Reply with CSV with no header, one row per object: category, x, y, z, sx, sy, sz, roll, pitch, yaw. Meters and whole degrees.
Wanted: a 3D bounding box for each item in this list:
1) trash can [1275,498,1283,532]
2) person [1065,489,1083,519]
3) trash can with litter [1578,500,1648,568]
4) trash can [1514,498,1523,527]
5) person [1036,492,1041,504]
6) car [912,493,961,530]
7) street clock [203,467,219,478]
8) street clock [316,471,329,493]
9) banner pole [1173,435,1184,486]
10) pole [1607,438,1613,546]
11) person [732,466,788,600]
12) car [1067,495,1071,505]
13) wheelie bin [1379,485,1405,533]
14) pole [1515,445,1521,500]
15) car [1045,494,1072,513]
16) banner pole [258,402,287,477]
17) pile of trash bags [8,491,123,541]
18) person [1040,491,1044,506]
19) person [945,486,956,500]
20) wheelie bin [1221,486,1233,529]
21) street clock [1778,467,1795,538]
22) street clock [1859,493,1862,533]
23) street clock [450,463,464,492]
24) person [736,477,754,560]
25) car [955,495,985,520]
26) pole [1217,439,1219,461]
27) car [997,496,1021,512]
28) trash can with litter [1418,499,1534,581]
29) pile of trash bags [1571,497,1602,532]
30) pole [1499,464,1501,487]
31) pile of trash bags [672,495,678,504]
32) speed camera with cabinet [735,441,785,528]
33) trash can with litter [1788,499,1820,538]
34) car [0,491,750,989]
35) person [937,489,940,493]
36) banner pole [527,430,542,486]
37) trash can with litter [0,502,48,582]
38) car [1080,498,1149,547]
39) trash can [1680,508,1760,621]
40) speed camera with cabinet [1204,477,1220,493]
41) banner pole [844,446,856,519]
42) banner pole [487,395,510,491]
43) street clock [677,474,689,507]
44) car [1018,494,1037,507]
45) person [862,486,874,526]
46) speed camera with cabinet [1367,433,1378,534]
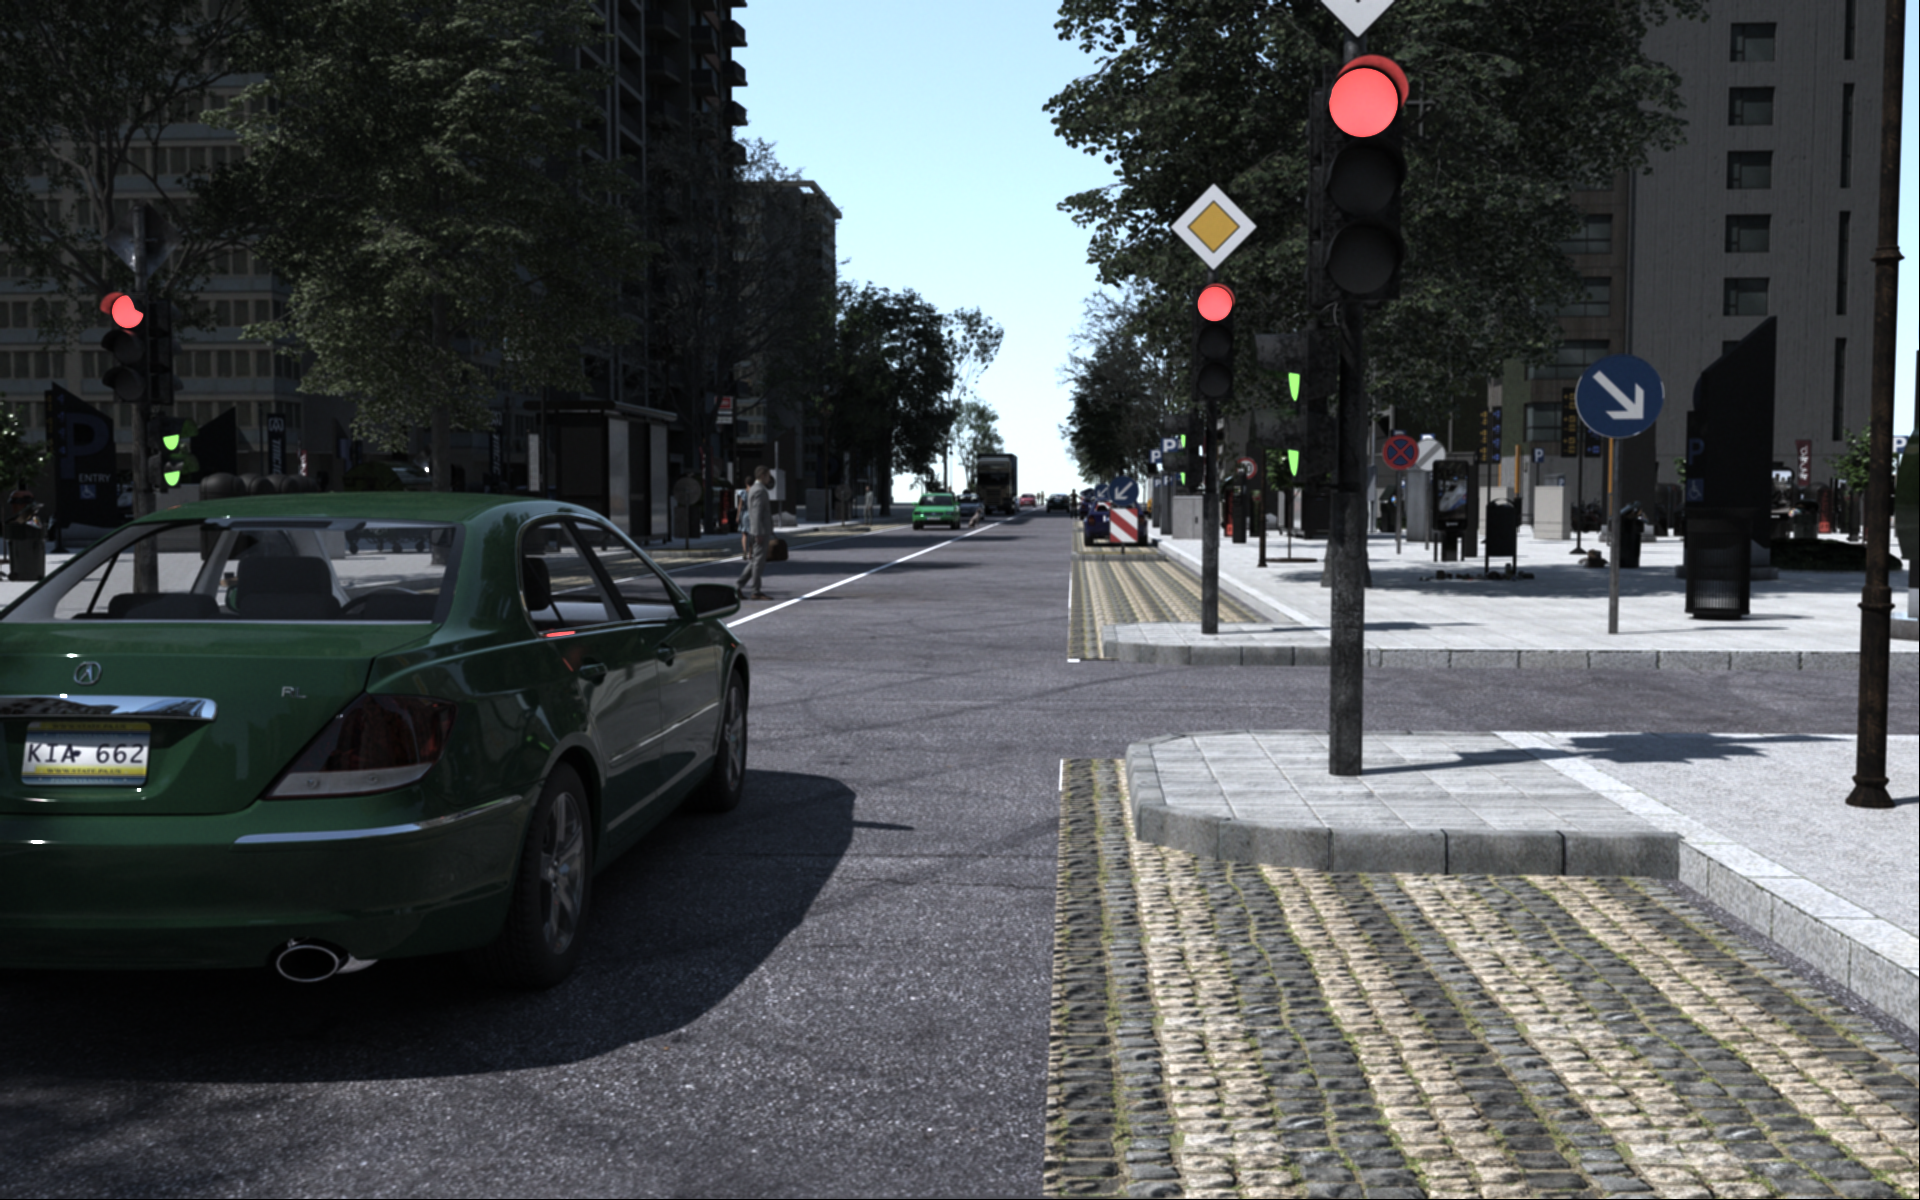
trash can,11.161,-2.917,59.351,0.748,1.137,0.748,0,3,0
person,6.651,-5.595,100.692,1.217,1.735,0.721,1,4,23
trash can with litter,11.354,-1.145,30.113,1.055,1.170,0.624,0,4,5
trash can,21.379,-3.381,66.937,0.748,1.137,0.748,0,3,0
person,11.152,-14.487,246.178,1.217,1.723,0.721,0,4,7
car,-0.934,-3.762,70.297,1.959,1.807,4.718,0,4,3
street clock,-20.135,-2.573,46.642,0.358,2.002,0.471,0,4,2
street clock,-19.953,-3.039,54.265,0.358,2.002,0.471,-3,5,-40
banner pole,8.286,-4.633,65.770,0.401,3.779,0.863,-2,4,-35
pole,16.037,-2.983,42.613,0.158,3.312,0.155,0,3,0
person,-2.694,-0.903,23.385,0.853,1.813,0.709,-1,4,-18
car,13.108,-12.690,219.845,2.083,1.381,4.827,0,4,5
wheelie bin,14.461,-3.062,57.974,0.693,1.594,0.980,-1,4,-17
pole,23.125,-4.770,71.839,0.158,3.312,0.155,0,3,0
car,7.639,-7.501,134.446,2.131,1.459,4.920,0,4,3
banner pole,-18.754,-3.495,47.155,0.863,3.779,0.401,-2,4,-28
pile of trash bags,-23.984,-2.267,46.811,1.912,1.369,3.447,2,4,28
person,10.080,-12.480,212.560,0.705,1.823,1.348,-1,4,-19
person,-0.509,-4.614,84.038,0.694,1.812,0.767,-1,4,-20
wheelie bin,10.078,-3.430,63.981,0.980,1.594,0.693,3,5,44
street clock,21.987,-2.549,46.244,0.471,2.002,0.358,1,4,12
street clock,29.689,-3.228,57.342,0.358,2.002,0.471,-2,4,-24
street clock,-11.664,-2.163,39.930,0.471,2.002,0.358,2,4,34
person,-4.535,-1.770,37.530,0.616,1.811,0.778,0,4,-2
car,0.395,-5.142,96.075,2.014,1.417,4.499,0,4,5
pole,9.550,-4.336,64.742,0.158,3.312,0.155,0,3,0
car,4.010,-7.985,142.919,2.083,1.381,4.827,0,4,2
trash can with litter,7.804,-0.928,26.236,2.233,1.210,1.678,-1,4,-19
pile of trash bags,21.332,-3.121,60.788,1.912,1.369,3.447,0,4,-1
pole,27.978,-5.858,89.627,0.158,3.312,0.155,0,3,0
pile of trash bags,-13.318,-4.132,77.306,1.912,1.369,3.447,0,4,1
speed camera with cabinet,-7.558,-4.345,65.380,2.038,3.252,0.660,2,4,33
trash can with litter,18.509,-1.629,38.016,0.624,1.170,1.055,2,4,24
car,-1.985,0.325,6.483,2.131,1.459,4.920,0,4,3
person,-1.363,-5.963,106.544,0.990,1.755,0.434,-3,5,-43
banner pole,-16.597,-4.749,67.670,0.863,3.779,0.401,-1,4,-22
trash can with litter,-13.999,-0.861,25.460,1.055,1.170,0.624,-1,4,-13
car,4.316,-2.184,48.293,1.945,1.354,3.894,0,4,4
trash can,7.776,-0.373,17.756,0.748,1.137,0.748,0,3,0
speed camera with cabinet,12.961,-5.637,86.507,0.660,3.252,2.038,-2,4,-25
banner pole,-5.718,-6.065,89.181,0.401,3.779,0.863,3,4,37
banner pole,-11.613,-3.294,43.872,0.401,3.779,0.863,2,4,34
street clock,-9.923,-3.527,62.233,0.471,2.002,0.358,-1,4,-10
car,7.610,-11.322,194.158,2.155,1.783,4.494,0,4,5
person,-4.123,-4.256,78.187,0.391,1.810,0.635,-3,5,-41
speed camera with cabinet,13.418,-3.832,56.983,0.660,3.252,2.038,1,4,15
